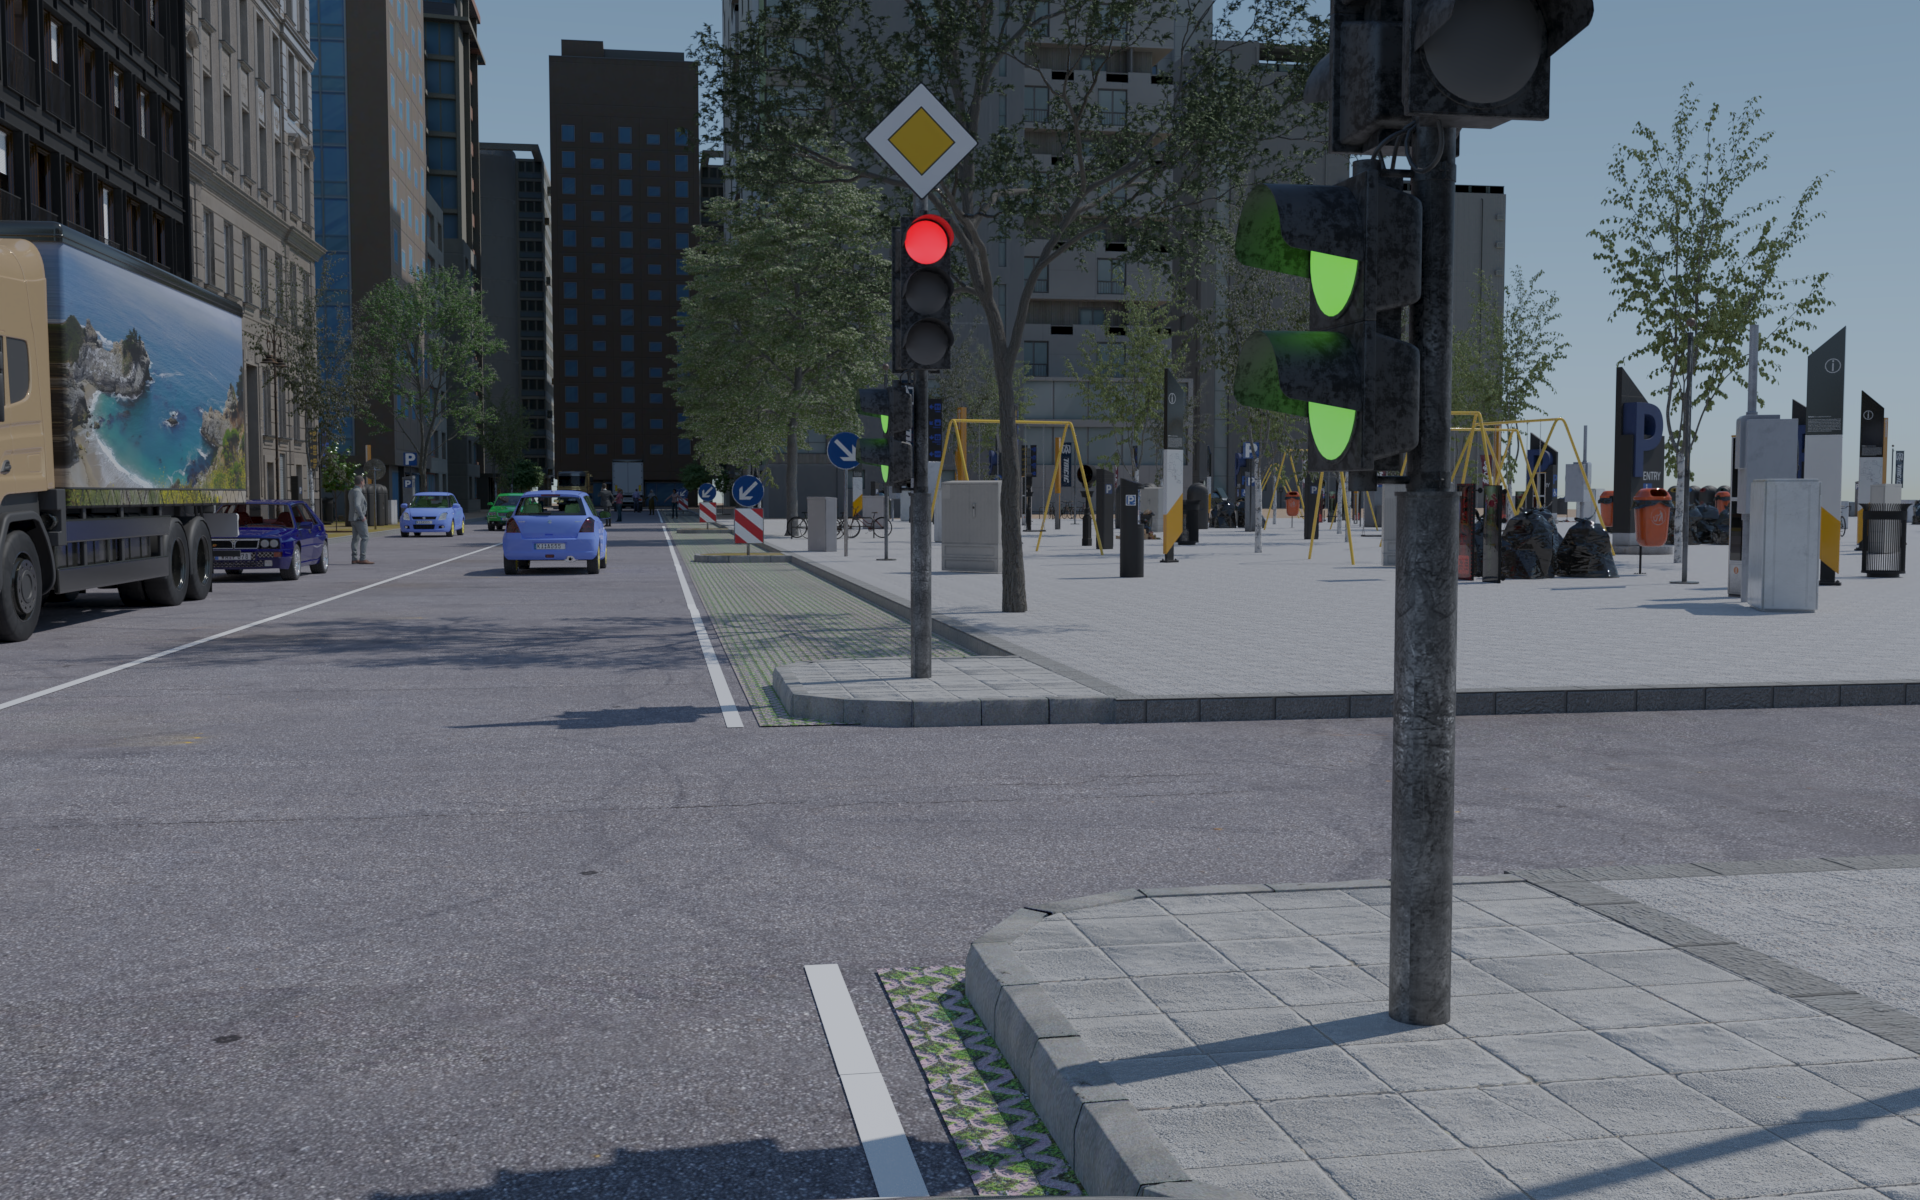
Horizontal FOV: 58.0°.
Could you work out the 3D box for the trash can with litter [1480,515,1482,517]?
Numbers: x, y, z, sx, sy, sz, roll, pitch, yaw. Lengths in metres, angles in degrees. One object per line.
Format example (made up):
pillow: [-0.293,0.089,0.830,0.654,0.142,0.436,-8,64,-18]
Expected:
trash can with litter: [28.439,-4.959,92.135,2.233,1.210,1.678,2,4,28]

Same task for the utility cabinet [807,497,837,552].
utility cabinet: [-3.084,-1.691,38.814,0.306,1.237,1.020,-2,4,-28]

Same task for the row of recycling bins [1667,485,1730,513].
row of recycling bins: [35.350,-4.627,82.765,1.069,1.692,3.534,-2,4,-29]

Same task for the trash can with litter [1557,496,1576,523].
trash can with litter: [27.777,-4.138,78.720,2.233,1.210,1.678,0,4,1]

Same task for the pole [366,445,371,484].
pole: [-24.624,-4.789,72.151,0.158,3.312,0.155,0,3,0]

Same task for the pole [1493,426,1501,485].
pole: [16.034,-3.541,51.742,0.158,3.312,0.155,0,3,0]

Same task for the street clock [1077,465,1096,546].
street clock: [3.137,-2.335,42.748,0.471,2.002,0.358,3,4,36]

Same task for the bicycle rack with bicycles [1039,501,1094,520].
bicycle rack with bicycles: [5.260,-4.576,88.206,2.852,0.926,2.925,-1,4,-18]

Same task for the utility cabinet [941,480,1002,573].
utility cabinet: [0.236,-1.199,28.280,1.173,1.500,0.318,3,4,38]

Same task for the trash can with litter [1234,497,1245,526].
trash can with litter: [11.221,-3.583,69.964,0.624,1.170,1.055,-1,4,-20]

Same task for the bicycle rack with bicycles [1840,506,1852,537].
bicycle rack with bicycles: [27.177,-2.411,52.809,2.852,0.926,2.925,2,4,31]

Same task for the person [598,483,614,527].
person: [-15.547,-4.164,75.942,0.474,1.900,0.648,3,5,40]

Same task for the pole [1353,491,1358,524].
pole: [17.067,-4.939,74.596,0.158,3.312,0.155,0,3,0]

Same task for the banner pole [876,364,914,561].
banner pole: [-1.194,-2.651,33.367,0.863,3.779,0.401,0,4,-1]

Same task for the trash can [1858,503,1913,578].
trash can: [14.270,-0.923,26.743,0.748,1.137,0.748,0,3,0]

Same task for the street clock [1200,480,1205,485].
street clock: [12.609,-5.232,90.112,0.358,2.002,0.471,1,4,19]

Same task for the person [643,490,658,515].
person: [-21.075,-6.658,118.094,1.217,1.736,0.721,2,4,27]

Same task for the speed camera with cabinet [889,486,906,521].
speed camera with cabinet: [-2.612,-5.359,81.963,0.660,3.252,2.038,-2,4,-33]

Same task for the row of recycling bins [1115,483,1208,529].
row of recycling bins: [7.418,-3.466,63.779,3.534,1.692,1.069,1,4,20]

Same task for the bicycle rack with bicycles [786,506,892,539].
bicycle rack with bicycles: [-3.738,-2.232,49.876,2.925,0.926,2.852,1,4,23]

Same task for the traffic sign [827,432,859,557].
traffic sign: [-2.343,-2.166,35.526,0.768,2.556,0.104,0,4,-7]

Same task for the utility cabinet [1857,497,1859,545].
utility cabinet: [23.053,-1.988,43.664,1.020,1.237,0.306,-2,4,-31]

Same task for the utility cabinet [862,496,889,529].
utility cabinet: [-3.087,-3.193,63.375,1.020,1.237,0.306,3,4,37]

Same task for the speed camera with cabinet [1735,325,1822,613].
speed camera with cabinet: [9.269,-1.547,19.623,0.660,3.252,2.038,1,4,16]

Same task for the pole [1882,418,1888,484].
pole: [24.622,-3.205,46.250,0.158,3.312,0.155,0,3,0]

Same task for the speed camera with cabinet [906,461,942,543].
speed camera with cabinet: [-0.502,-3.170,46.171,0.660,3.252,2.038,-3,4,-37]

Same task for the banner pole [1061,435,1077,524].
banner pole: [4.664,-5.108,73.533,0.863,3.779,0.401,1,4,20]

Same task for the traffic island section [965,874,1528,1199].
traffic island section: [1.149,1.103,4.252,2.009,0.180,2.903,-1,4,-10]

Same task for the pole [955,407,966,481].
pole: [0.046,-2.874,40.836,0.158,3.312,0.155,0,3,0]

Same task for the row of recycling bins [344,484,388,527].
row of recycling bins: [-23.671,-3.799,69.231,1.069,1.692,3.534,0,4,-2]

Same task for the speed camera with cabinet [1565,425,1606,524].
speed camera with cabinet: [18.245,-3.437,50.525,0.660,3.252,2.038,3,4,37]

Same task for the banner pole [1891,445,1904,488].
banner pole: [47.388,-5.973,87.674,0.863,3.779,0.401,0,4,-6]

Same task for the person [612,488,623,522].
person: [-17.728,-4.922,89.696,0.721,1.743,1.217,1,4,13]

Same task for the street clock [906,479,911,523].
street clock: [-2.153,-4.434,77.067,0.471,2.002,0.358,1,4,18]

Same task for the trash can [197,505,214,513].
trash can: [-16.904,-1.642,38.498,0.748,1.137,0.748,0,3,0]

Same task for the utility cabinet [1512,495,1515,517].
utility cabinet: [25.022,-4.177,79.462,1.020,1.237,0.306,2,4,28]

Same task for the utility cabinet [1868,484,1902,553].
utility cabinet: [19.966,-1.757,37.402,0.318,1.500,1.173,3,5,44]

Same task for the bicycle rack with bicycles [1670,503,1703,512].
bicycle rack with bicycles: [28.725,-3.269,66.836,2.925,0.926,2.852,0,4,7]

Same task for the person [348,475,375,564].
person: [-12.294,-1.639,35.398,0.391,1.810,0.635,-3,5,-43]

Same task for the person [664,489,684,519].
person: [-16.628,-5.601,100.787,1.217,1.736,0.721,1,4,9]

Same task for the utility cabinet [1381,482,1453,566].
utility cabinet: [8.028,-1.330,30.425,1.173,1.500,0.318,0,4,6]

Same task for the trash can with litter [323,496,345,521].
trash can with litter: [-29.492,-4.297,81.647,1.055,1.170,0.624,-2,4,-28]

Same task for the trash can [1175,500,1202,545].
trash can: [5.713,-1.954,43.607,0.748,1.137,0.748,0,3,0]

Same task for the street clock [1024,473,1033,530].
street clock: [2.362,-3.371,59.682,0.358,2.002,0.471,0,4,7]

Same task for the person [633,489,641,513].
person: [-24.919,-7.670,133.769,0.709,1.838,0.599,1,4,17]

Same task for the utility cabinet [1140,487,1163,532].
utility cabinet: [6.384,-3.010,57.886,0.318,1.500,1.173,-2,4,-28]

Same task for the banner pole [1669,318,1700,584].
banner pole: [10.300,-2.109,24.501,0.401,3.779,0.863,1,4,21]

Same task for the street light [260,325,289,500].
street light: [-18.755,-4.571,47.519,0.468,5.910,1.993,-1,4,-10]

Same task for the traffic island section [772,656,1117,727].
traffic island section: [-0.250,0.622,12.114,2.009,0.180,2.903,-1,4,-10]

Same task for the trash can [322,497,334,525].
trash can: [-26.439,-3.701,72.159,0.748,1.137,0.748,0,3,0]

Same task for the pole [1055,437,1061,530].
pole: [3.531,-4.199,62.499,0.158,3.312,0.155,0,3,0]
